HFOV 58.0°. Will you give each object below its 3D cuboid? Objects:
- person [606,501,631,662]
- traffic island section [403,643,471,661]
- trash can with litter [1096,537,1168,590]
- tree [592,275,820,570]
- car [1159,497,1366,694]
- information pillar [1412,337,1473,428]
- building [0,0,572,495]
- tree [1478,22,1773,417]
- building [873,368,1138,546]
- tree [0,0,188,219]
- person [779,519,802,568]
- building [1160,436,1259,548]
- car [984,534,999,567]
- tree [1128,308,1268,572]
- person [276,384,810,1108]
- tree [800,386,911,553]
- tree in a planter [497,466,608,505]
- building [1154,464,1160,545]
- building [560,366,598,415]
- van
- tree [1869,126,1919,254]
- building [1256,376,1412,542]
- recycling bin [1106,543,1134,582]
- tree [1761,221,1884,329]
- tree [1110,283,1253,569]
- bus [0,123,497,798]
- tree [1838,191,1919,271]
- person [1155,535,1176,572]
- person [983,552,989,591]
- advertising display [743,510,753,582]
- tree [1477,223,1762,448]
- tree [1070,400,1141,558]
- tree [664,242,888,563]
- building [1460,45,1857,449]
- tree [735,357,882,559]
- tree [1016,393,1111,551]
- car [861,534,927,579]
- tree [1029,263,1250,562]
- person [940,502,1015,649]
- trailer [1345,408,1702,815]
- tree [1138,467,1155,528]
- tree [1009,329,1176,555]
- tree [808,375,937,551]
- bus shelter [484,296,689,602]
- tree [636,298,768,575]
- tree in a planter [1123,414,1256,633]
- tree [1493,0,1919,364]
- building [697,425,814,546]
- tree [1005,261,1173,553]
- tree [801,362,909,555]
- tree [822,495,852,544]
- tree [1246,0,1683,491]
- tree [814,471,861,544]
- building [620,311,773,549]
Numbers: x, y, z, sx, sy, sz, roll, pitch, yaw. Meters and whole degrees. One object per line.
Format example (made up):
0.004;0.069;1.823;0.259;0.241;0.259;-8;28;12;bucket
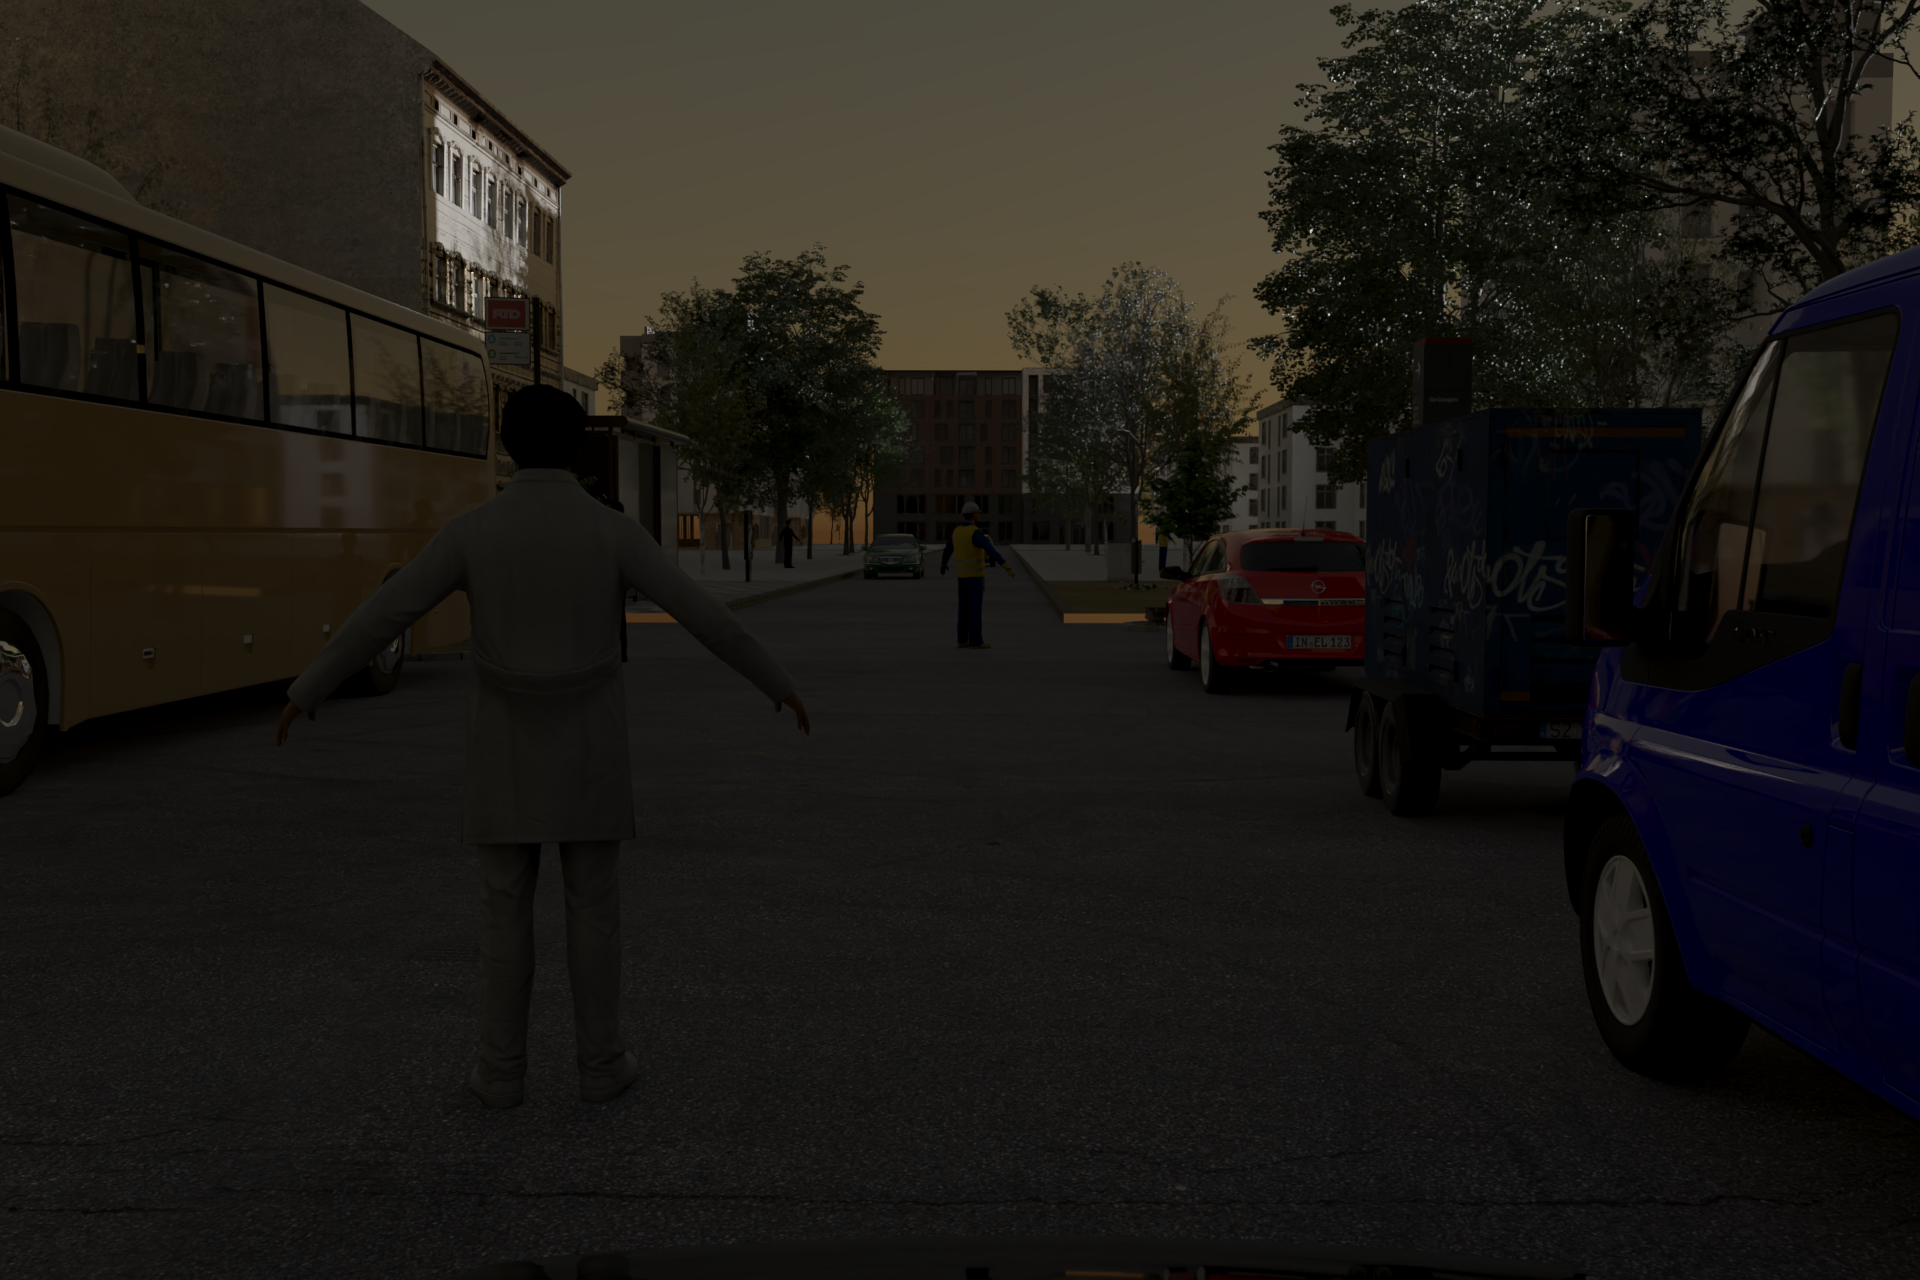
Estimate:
-3.885;-0.658;19.445;0.704;1.802;1.346;-1;4;-14;person
-6.398;0.145;20.501;1.991;0.108;1.994;0;4;1;traffic island section
4.038;-1.798;40.456;1.678;1.210;2.233;0;4;2;trash can with litter
-8.667;-7.834;62.506;7.601;10.594;8.767;3;5;44;tree
3.090;-0.488;17.021;2.155;1.783;4.494;0;4;0;car
6.428;-2.067;23.173;0.750;3.857;0.750;0;4;1;information pillar
-26.148;-14.259;64.056;19.493;23.208;18.063;0;4;1;building
9.869;-4.599;25.554;4.360;8.622;3.978;0;3;0;tree
5.336;-23.146;224.861;32.646;21.610;27.936;0;4;-1;building
-12.797;-4.383;22.017;4.360;8.622;3.978;0;3;0;tree
-6.409;-3.608;64.931;0.705;1.837;1.347;-3;5;-43;person
24.397;-13.484;162.614;9.099;9.664;28.070;0;4;1;building
0.728;-4.106;76.923;2.009;1.686;4.222;0;4;0;car
7.664;-6.519;56.952;4.737;8.622;4.395;0;3;0;tree
-1.048;0.259;4.413;1.347;1.806;0.705;-1;4;-10;person
-7.219;-11.668;116.523;9.928;11.665;9.643;0;3;0;tree
-6.244;-1.741;25.690;1.991;3.239;1.994;0;4;2;tree in a planter
27.110;-15.226;191.096;9.099;9.664;28.070;0;4;1;building
-24.218;-9.309;94.356;9.099;9.664;28.070;0;4;0;building
2.651;0.094;2.844;2.240;2.365;5.245;0;4;1;van
17.386;-4.809;28.982;4.737;8.622;4.395;0;3;0;tree
24.535;-9.952;104.866;9.099;9.664;28.070;0;4;1;building
4.324;-2.096;46.824;0.722;1.027;0.722;0;4;1;recycling bin
20.426;-5.504;40.355;4.360;8.622;3.978;0;3;0;tree
6.885;-6.128;50.548;4.360;8.622;3.978;0;3;0;tree
-6.308;-1.283;12.529;2.896;3.916;12.252;0;4;1;bus
19.087;-5.139;34.383;4.737;8.622;4.395;0;3;0;tree
6.936;-3.187;58.568;0.721;1.772;1.216;-2;4;-25;person
0.460;-1.925;43.204;0.599;1.433;0.991;2;4;31;person
-5.678;-2.524;46.476;0.123;1.923;0.974;0;4;0;advertising display
17.945;-6.883;46.955;8.767;10.594;7.601;0;4;5;tree
7.806;-8.679;92.270;4.737;8.622;4.395;0;3;0;tree
-7.917;-10.335;75.634;9.857;13.997;8.962;0;3;0;tree
26.797;-13.281;73.567;16.016;20.090;11.380;0;4;2;building
-7.727;-9.347;87.241;8.767;10.594;7.601;1;4;11;tree
8.184;-13.194;133.845;7.486;12.596;7.792;0;3;0;tree
-2.122;-2.736;56.534;2.131;1.459;4.920;0;4;1;car
7.955;-10.275;78.369;12.009;13.543;11.850;0;3;0;tree
0.155;-0.813;21.725;0.705;1.833;1.349;-3;5;-41;person
2.926;-0.169;9.814;1.471;1.999;3.904;0;4;2;trailer
26.581;-18.785;225.266;7.486;12.596;7.792;0;3;0;tree
8.118;-11.837;103.899;12.009;13.543;11.850;0;3;0;tree
-6.847;-13.331;128.331;12.009;13.543;11.850;0;3;0;tree
-6.883;-3.327;32.032;2.179;5.291;8.768;0;4;1;bus shelter
-8.021;-6.327;53.814;4.737;8.622;4.395;0;3;0;tree
3.479;-1.757;25.955;1.991;3.239;1.994;0;4;1;tree in a planter
9.195;-5.052;17.010;8.767;10.594;7.601;3;4;38;tree
-22.040;-20.120;185.386;16.016;20.090;11.380;0;4;2;building
10.312;-16.081;118.811;12.611;20.169;13.585;0;3;0;tree
-6.889;-10.907;104.091;9.928;11.665;9.643;0;3;0;tree
-16.036;-16.892;226.549;4.737;8.622;4.395;0;3;0;tree
10.552;-8.015;37.699;9.857;13.997;8.962;0;3;0;tree
-16.053;-17.451;219.740;7.601;10.594;8.767;1;4;10;tree
-22.567;-17.804;147.510;16.016;20.090;11.380;0;4;0;building
